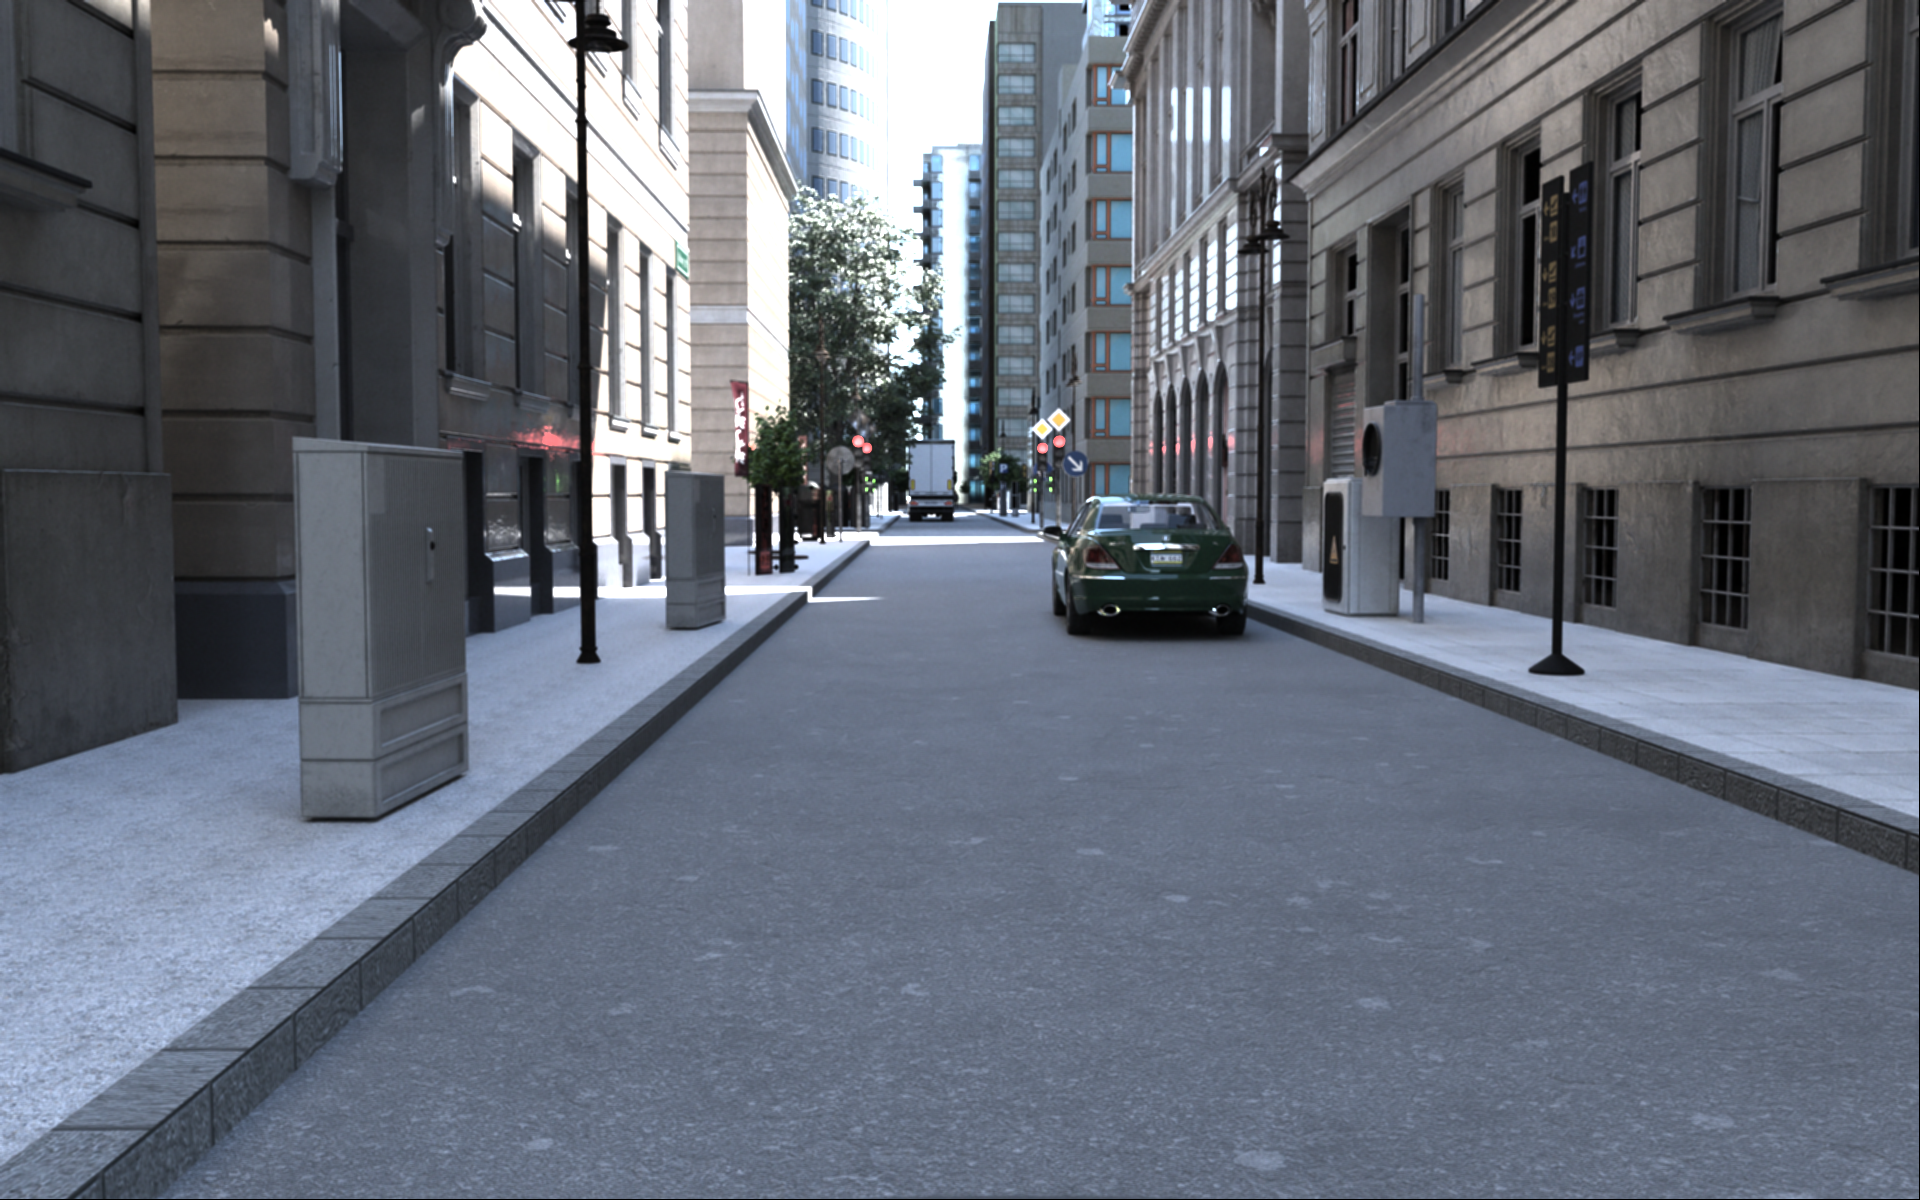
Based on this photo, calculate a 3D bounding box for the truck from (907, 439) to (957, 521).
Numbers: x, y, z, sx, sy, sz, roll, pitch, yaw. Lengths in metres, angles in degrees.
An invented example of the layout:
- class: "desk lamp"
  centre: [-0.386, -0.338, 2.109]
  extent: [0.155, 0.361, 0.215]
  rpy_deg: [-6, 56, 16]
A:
- class: "truck"
  centre: [-1.530, -6.438, 94.179]
  extent: [2.839, 4.237, 11.283]
  rpy_deg: [0, 4, -1]

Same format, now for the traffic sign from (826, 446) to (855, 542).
- class: "traffic sign"
  centre: [-3.174, -2.809, 46.038]
  extent: [0.768, 2.556, 0.104]
  rpy_deg: [0, 3, 0]

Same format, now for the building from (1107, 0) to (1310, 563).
- class: "building"
  centre: [11.527, -12.316, 43.173]
  extent: [13.314, 21.916, 24.055]
  rpy_deg: [0, 4, -1]

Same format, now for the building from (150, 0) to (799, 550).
- class: "building"
  centre: [-14.908, -16.015, 47.745]
  extent: [20.117, 28.700, 13.634]
  rpy_deg: [0, 4, -1]

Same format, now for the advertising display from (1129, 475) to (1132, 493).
- class: "advertising display"
  centre: [6.074, -3.182, 57.236]
  extent: [0.974, 1.923, 0.123]
  rpy_deg: [1, 4, 14]

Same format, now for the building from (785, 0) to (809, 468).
- class: "building"
  centre: [-14.859, -26.559, 84.348]
  extent: [14.600, 45.320, 14.200]
  rpy_deg: [0, 4, -1]

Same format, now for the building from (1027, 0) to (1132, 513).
- class: "building"
  centre: [16.357, -48.647, 108.054]
  extent: [22.319, 86.520, 31.000]
  rpy_deg: [0, 4, -1]

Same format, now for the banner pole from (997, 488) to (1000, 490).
- class: "banner pole"
  centre: [3.204, -8.859, 134.865]
  extent: [0.863, 3.779, 0.401]
  rpy_deg: [2, 4, 30]

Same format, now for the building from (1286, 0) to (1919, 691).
- class: "building"
  centre: [13.386, -11.103, 14.820]
  extent: [16.112, 22.955, 30.059]
  rpy_deg: [0, 4, -1]

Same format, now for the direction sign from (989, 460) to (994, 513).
- class: "direction sign"
  centre: [2.133, -7.624, 116.642]
  extent: [0.379, 3.537, 0.876]
  rpy_deg: [1, 4, 22]

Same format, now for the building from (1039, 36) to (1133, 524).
- class: "building"
  centre: [19.012, -14.355, 79.743]
  extent: [28.899, 21.520, 27.650]
  rpy_deg: [0, 4, -1]

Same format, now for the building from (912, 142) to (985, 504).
- class: "building"
  centre: [8.783, -37.661, 235.370]
  extent: [30.456, 49.044, 23.786]
  rpy_deg: [0, 4, -1]

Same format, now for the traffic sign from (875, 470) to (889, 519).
- class: "traffic sign"
  centre: [-4.067, -5.478, 89.678]
  extent: [0.768, 2.556, 0.104]
  rpy_deg: [0, 4, 7]

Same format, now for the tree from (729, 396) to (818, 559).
- class: "tree"
  centre: [-3.518, -2.440, 34.499]
  extent: [1.663, 3.219, 1.824]
  rpy_deg: [0, 3, 0]

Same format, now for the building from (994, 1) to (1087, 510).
- class: "building"
  centre: [9.901, -28.419, 148.237]
  extent: [14.154, 41.232, 14.086]
  rpy_deg: [0, 4, -1]

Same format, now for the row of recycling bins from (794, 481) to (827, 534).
- class: "row of recycling bins"
  centre: [-6.260, -3.023, 56.541]
  extent: [3.534, 1.692, 1.069]
  rpy_deg: [0, 4, 6]

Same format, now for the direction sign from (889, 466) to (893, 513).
- class: "direction sign"
  centre: [-4.640, -7.611, 116.444]
  extent: [0.379, 3.537, 0.876]
  rpy_deg: [0, 4, -3]

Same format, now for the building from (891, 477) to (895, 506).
- class: "building"
  centre: [-22.955, -29.830, 179.605]
  extent: [32.217, 40.220, 23.993]
  rpy_deg: [0, 4, -1]

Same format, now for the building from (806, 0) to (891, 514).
- class: "building"
  centre: [-15.601, -35.296, 119.090]
  extent: [21.231, 58.520, 28.212]
  rpy_deg: [0, 4, -1]

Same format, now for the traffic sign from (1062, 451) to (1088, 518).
- class: "traffic sign"
  centre: [3.411, -3.127, 51.236]
  extent: [0.768, 2.556, 0.104]
  rpy_deg: [0, 4, 5]

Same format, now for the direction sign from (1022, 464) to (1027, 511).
- class: "direction sign"
  centre: [5.087, -8.490, 130.806]
  extent: [0.876, 3.537, 0.379]
  rpy_deg: [0, 4, 4]

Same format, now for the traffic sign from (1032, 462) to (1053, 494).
- class: "traffic sign"
  centre: [3.135, -4.014, 65.727]
  extent: [0.768, 2.556, 0.104]
  rpy_deg: [0, 4, 7]

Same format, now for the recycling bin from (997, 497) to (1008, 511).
- class: "recycling bin"
  centre: [3.154, -7.108, 128.767]
  extent: [0.722, 1.027, 0.722]
  rpy_deg: [0, 4, -6]

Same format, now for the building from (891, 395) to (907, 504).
- class: "building"
  centre: [-22.734, -56.257, 232.481]
  extent: [31.000, 86.520, 22.319]
  rpy_deg: [0, 4, -1]

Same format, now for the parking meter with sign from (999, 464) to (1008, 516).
- class: "parking meter with sign"
  centre: [2.513, -6.332, 99.787]
  extent: [0.543, 3.016, 1.738]
  rpy_deg: [0, 4, 2]

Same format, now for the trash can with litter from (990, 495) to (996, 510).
- class: "trash can with litter"
  centre: [2.878, -7.734, 137.844]
  extent: [0.624, 1.170, 1.055]
  rpy_deg: [3, 5, 39]

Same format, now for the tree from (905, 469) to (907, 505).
- class: "tree"
  centre: [-5.524, -7.252, 102.282]
  extent: [4.285, 4.588, 4.351]
  rpy_deg: [0, 3, 0]

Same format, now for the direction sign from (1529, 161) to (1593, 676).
- class: "direction sign"
  centre: [4.279, -1.243, 12.316]
  extent: [0.379, 3.537, 0.876]
  rpy_deg: [0, 4, -2]

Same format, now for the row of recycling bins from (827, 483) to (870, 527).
- class: "row of recycling bins"
  centre: [-5.054, -3.688, 67.411]
  extent: [3.534, 1.692, 1.069]
  rpy_deg: [2, 4, 30]

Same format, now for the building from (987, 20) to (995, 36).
- class: "building"
  centre: [9.331, -31.322, 162.220]
  extent: [14.600, 45.320, 14.200]
  rpy_deg: [0, 4, -1]

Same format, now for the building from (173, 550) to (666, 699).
- class: "building"
  centre: [-10.612, -14.289, 19.535]
  extent: [13.634, 28.700, 20.117]
  rpy_deg: [0, 4, -1]

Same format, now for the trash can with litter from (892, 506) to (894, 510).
- class: "trash can with litter"
  centre: [-5.671, -7.806, 139.008]
  extent: [1.055, 1.170, 0.624]
  rpy_deg: [-1, 4, -13]
